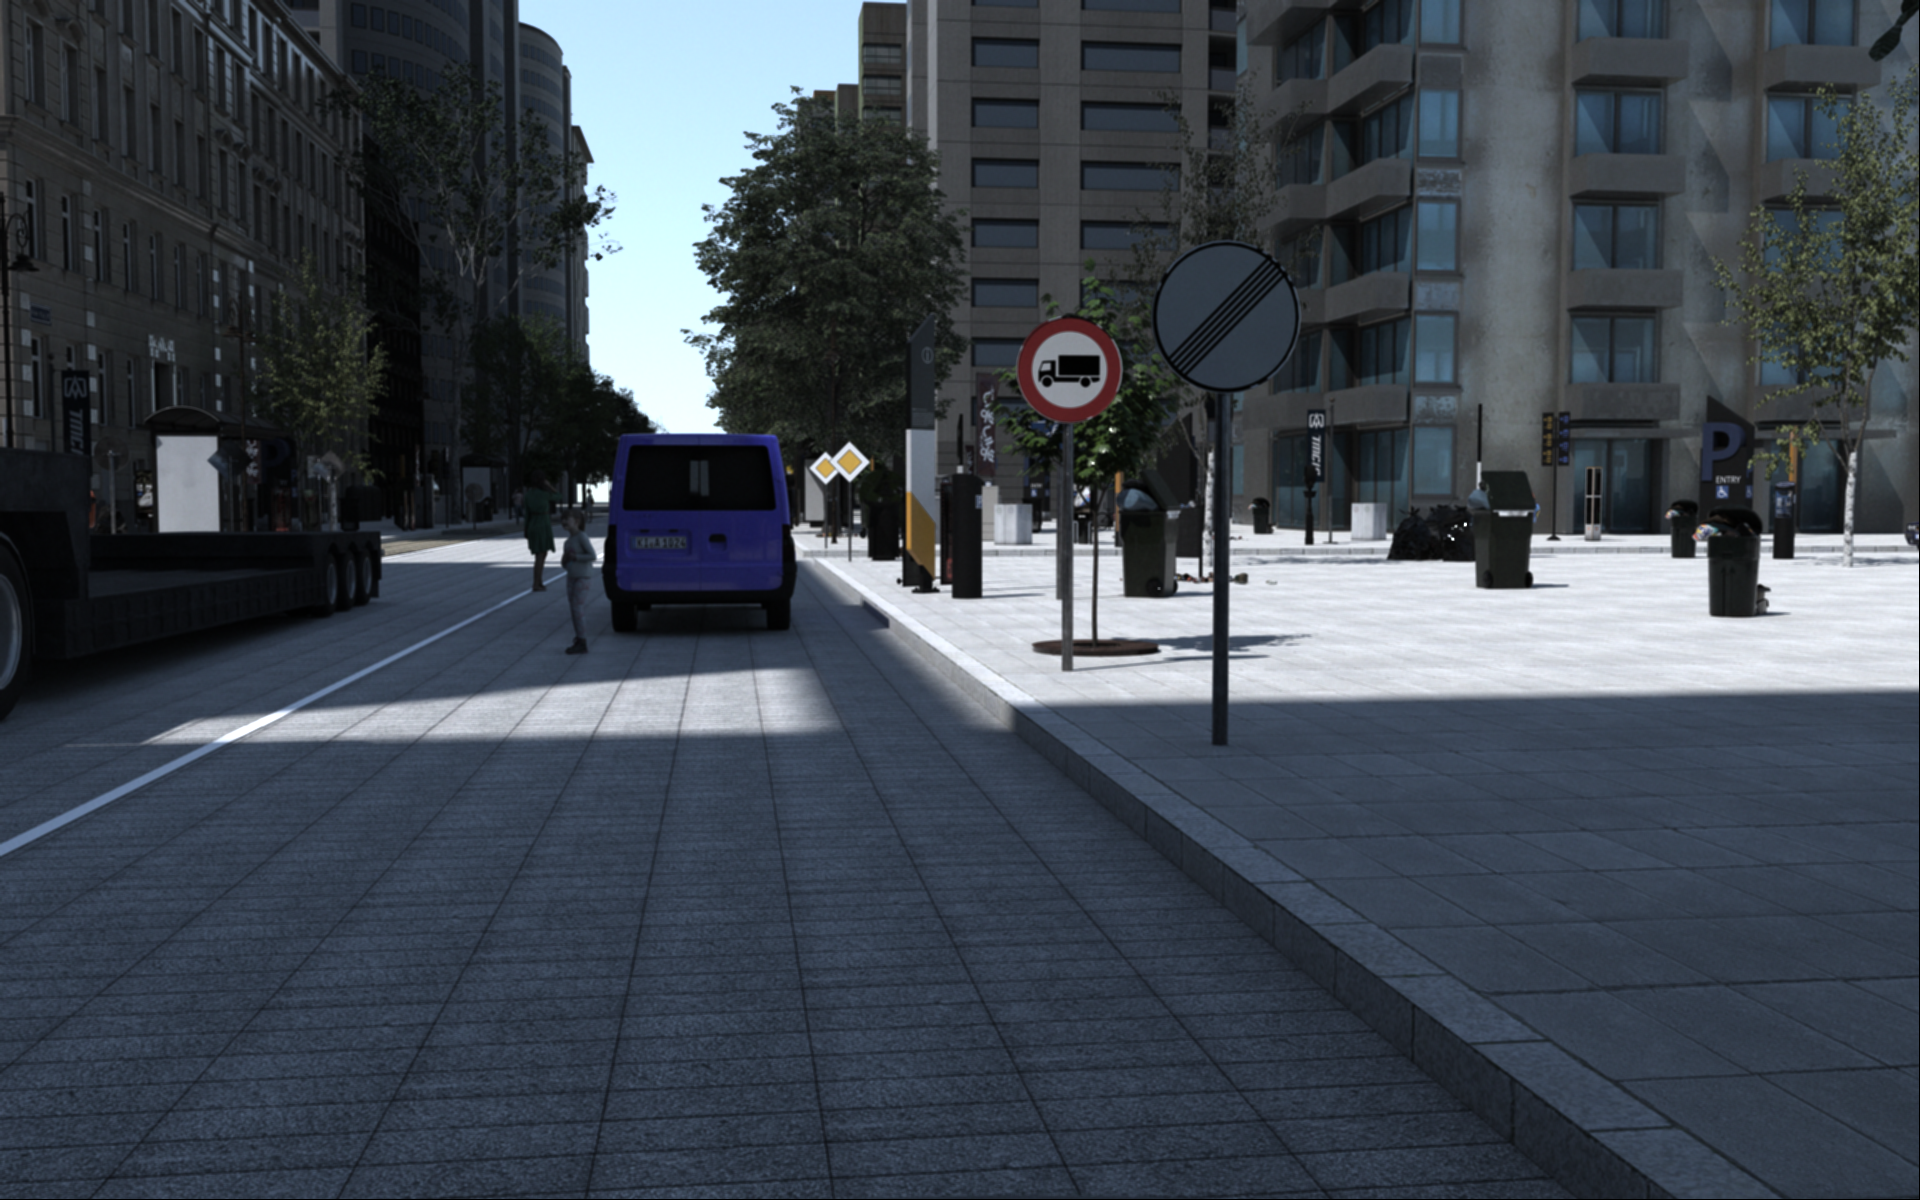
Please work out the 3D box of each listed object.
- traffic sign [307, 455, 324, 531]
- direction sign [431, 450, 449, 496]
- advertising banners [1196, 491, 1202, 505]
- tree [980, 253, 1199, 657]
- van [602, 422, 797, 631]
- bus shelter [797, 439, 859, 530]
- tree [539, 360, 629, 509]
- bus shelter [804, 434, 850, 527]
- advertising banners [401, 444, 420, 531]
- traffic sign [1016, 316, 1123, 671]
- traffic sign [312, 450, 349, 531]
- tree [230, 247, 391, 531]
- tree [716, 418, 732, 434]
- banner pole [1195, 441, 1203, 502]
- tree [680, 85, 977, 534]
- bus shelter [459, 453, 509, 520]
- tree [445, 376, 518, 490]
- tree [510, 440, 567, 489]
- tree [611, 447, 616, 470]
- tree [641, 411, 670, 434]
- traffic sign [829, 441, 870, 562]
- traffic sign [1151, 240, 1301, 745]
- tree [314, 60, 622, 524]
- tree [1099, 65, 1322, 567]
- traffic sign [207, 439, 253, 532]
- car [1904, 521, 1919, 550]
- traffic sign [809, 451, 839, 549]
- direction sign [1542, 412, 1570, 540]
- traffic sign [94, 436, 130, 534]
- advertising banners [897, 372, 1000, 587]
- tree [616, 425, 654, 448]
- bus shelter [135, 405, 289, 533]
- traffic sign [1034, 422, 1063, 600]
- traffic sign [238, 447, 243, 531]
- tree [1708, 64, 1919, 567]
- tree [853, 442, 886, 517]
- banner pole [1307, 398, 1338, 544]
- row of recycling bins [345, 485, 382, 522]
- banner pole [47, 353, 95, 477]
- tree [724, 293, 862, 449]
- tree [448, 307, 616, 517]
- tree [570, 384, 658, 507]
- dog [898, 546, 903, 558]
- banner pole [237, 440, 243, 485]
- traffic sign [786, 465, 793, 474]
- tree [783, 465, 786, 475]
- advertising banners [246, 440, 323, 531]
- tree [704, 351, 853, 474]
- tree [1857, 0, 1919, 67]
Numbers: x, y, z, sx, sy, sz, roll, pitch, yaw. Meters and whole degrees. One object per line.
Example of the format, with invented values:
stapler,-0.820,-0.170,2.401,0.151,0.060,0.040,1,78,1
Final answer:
traffic sign,-16.746,-2.642,45.321,0.606,2.300,0.079,0,4,-6
direction sign,-26.794,-5.954,89.345,0.876,3.537,0.379,-2,4,-26
advertising banners,10.566,-5.004,78.003,0.090,3.025,2.074,2,4,25
tree,0.971,-1.193,14.109,1.663,3.219,1.824,0,3,0
van,-2.934,-0.944,19.812,2.240,2.365,5.245,0,4,-8
bus shelter,-4.889,-4.282,63.939,2.014,3.302,5.546,0,4,-8
tree,-32.044,-13.998,146.999,7.486,12.596,7.792,0,3,0
bus shelter,-5.450,-4.867,70.866,1.731,3.624,6.357,0,4,-8
advertising banners,-19.164,-3.934,60.511,0.090,3.025,2.074,0,3,0
traffic sign,0.779,-0.757,12.483,0.768,2.556,0.104,0,4,-5
traffic sign,-14.253,-2.178,39.253,0.795,2.450,0.064,0,4,-8
tree,-18.716,-6.182,51.438,4.737,8.622,4.395,0,3,0
tree,-20.300,-16.482,179.847,12.009,13.543,11.850,0,3,0
banner pole,11.243,-5.651,82.407,0.863,3.779,0.401,0,4,-7
tree,-4.046,-9.113,55.649,9.857,13.997,8.962,0,3,0
bus shelter,-24.479,-5.804,88.816,2.014,3.302,5.546,0,4,-8
tree,-30.066,-9.693,108.842,4.737,8.622,4.395,0,3,0
tree,-25.494,-7.400,104.709,4.285,4.588,4.351,0,3,0
tree,-36.718,-14.592,188.944,4.360,8.622,3.978,0,3,0
tree,-46.533,-21.160,256.335,12.009,13.543,11.850,0,3,0
traffic sign,-2.090,-1.784,32.806,0.795,2.450,0.064,0,4,-8
traffic sign,1.332,-0.532,8.800,0.768,2.556,0.104,0,4,-6
tree,-20.569,-13.343,74.045,12.611,20.169,13.585,0,3,0
tree,4.401,-4.907,30.600,4.360,8.622,3.978,0,3,0
traffic sign,-13.188,-1.694,31.339,0.795,2.450,0.064,0,4,-8
car,24.606,-1.742,41.063,3.894,1.354,1.945,-1,4,-8
traffic sign,-3.155,-2.268,40.720,0.795,2.450,0.064,0,4,-8
direction sign,16.484,-3.424,47.979,0.379,3.537,0.876,-2,4,-34
traffic sign,-18.605,-2.319,38.019,0.768,2.556,0.104,0,4,-4
advertising banners,-0.119,-1.736,24.566,0.090,3.025,2.074,3,5,44
tree,-40.077,-16.901,210.750,8.767,10.594,7.601,3,5,40
bus shelter,-18.121,-2.959,42.305,2.014,3.302,5.546,0,4,-7
traffic sign,1.212,-1.276,20.974,0.768,2.556,0.104,0,4,1
traffic sign,-19.622,-2.879,47.180,0.768,2.556,0.104,0,4,2
tree,15.608,-4.896,30.410,4.737,8.622,4.395,0,3,0
tree,-5.526,-7.051,99.003,4.285,4.588,4.351,0,3,0
banner pole,9.424,-3.366,45.054,0.863,3.779,0.401,1,4,14
row of recycling bins,-28.144,-4.572,81.861,1.069,1.692,3.534,0,4,-2
banner pole,-15.853,-2.494,30.788,0.863,3.779,0.401,-1,4,-10
tree,-7.998,-9.759,85.308,9.928,11.665,9.643,0,3,0
tree,-24.688,-10.472,96.973,9.928,11.665,9.643,0,3,0
tree,-35.421,-15.931,177.476,9.611,12.733,9.660,0,3,0
dog,-1.377,-1.012,35.840,0.540,0.507,0.406,-1,4,-12
banner pole,-22.935,-3.998,55.387,0.863,3.779,0.401,3,5,40
traffic sign,-11.910,-7.309,113.368,2.265,3.308,0.079,0,4,1
tree,-10.275,-6.196,95.910,1.663,3.219,1.824,0,3,0
advertising banners,-18.151,-3.069,46.362,2.074,3.025,0.090,-3,4,-36
tree,-10.772,-11.540,105.687,9.611,12.733,9.660,0,3,0
tree,3.211,-1.180,3.008,4.285,4.588,4.351,0,3,0
